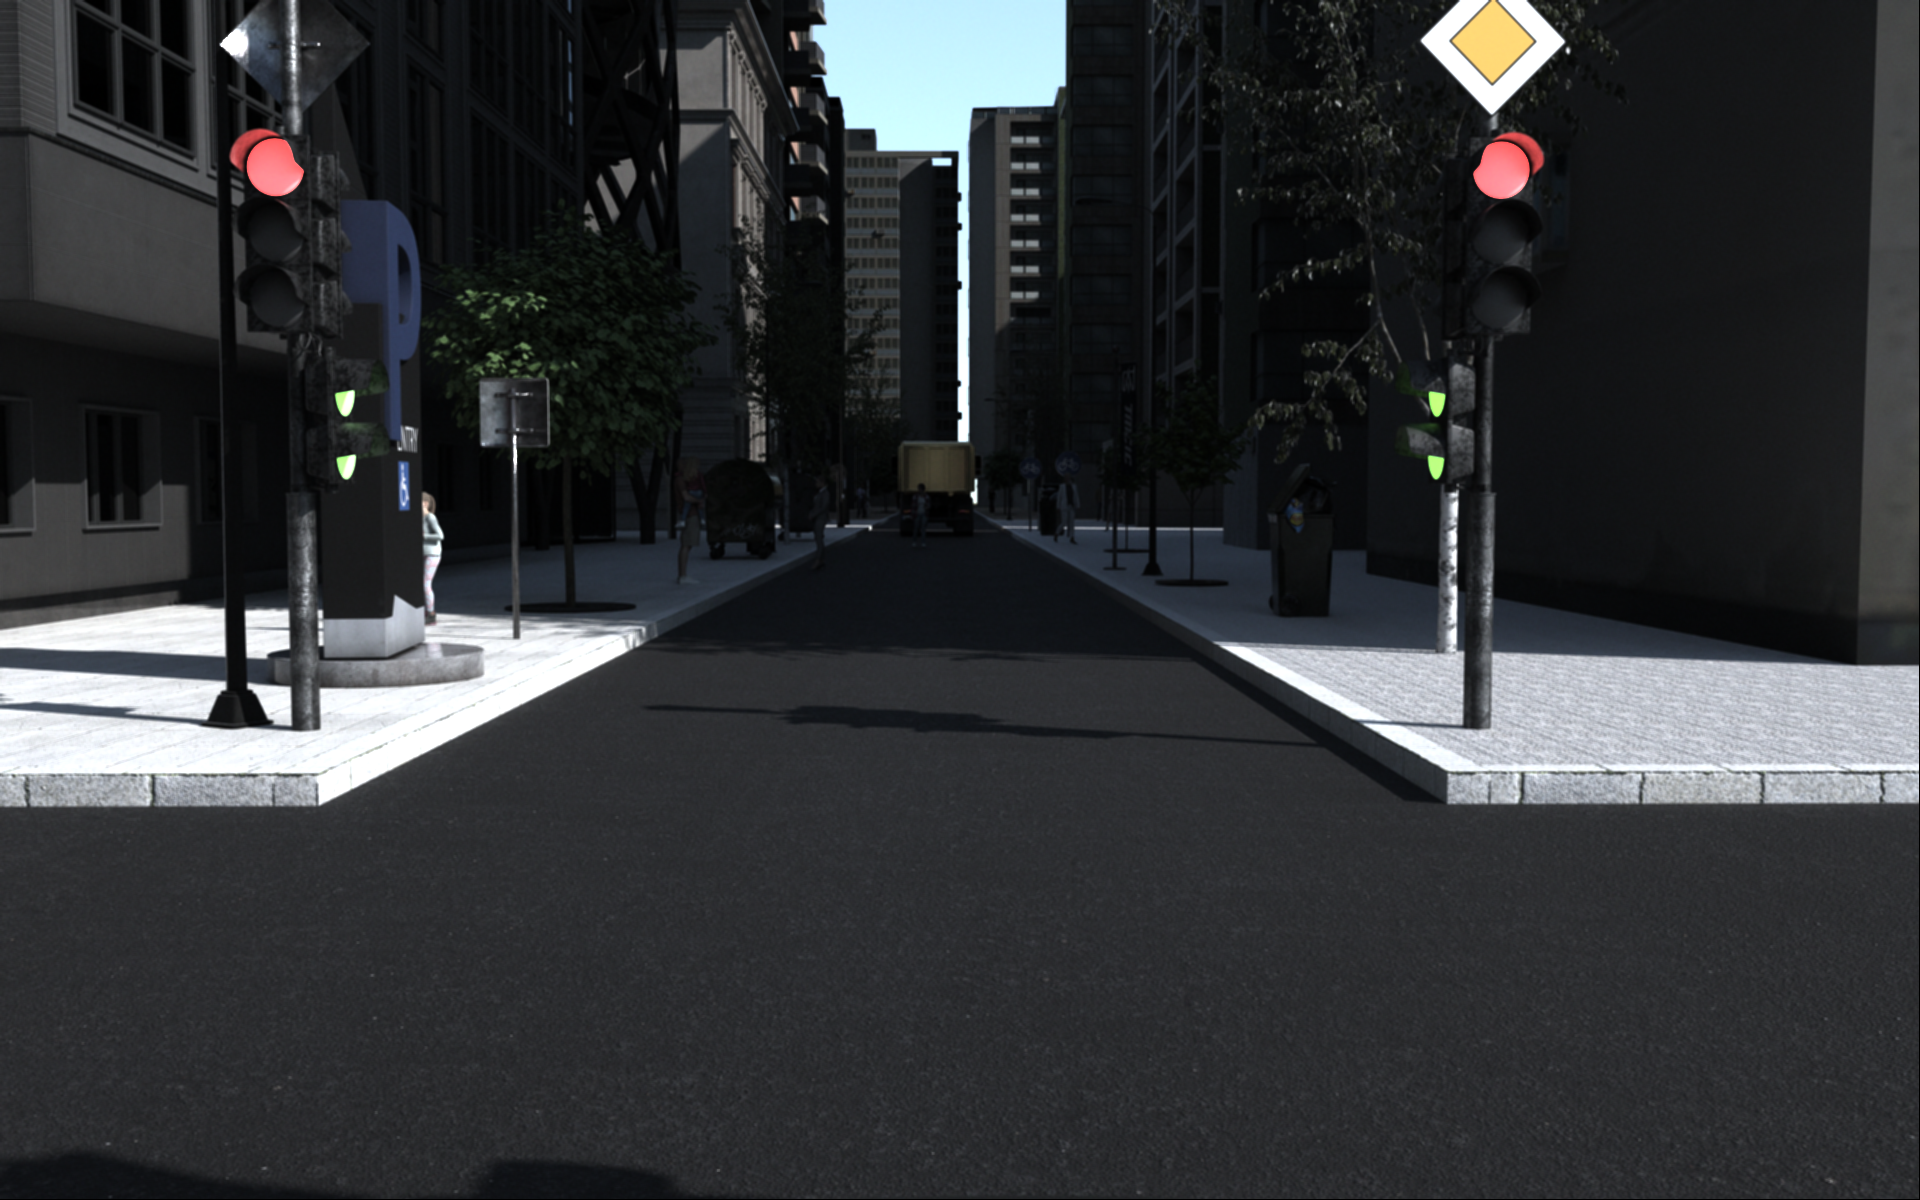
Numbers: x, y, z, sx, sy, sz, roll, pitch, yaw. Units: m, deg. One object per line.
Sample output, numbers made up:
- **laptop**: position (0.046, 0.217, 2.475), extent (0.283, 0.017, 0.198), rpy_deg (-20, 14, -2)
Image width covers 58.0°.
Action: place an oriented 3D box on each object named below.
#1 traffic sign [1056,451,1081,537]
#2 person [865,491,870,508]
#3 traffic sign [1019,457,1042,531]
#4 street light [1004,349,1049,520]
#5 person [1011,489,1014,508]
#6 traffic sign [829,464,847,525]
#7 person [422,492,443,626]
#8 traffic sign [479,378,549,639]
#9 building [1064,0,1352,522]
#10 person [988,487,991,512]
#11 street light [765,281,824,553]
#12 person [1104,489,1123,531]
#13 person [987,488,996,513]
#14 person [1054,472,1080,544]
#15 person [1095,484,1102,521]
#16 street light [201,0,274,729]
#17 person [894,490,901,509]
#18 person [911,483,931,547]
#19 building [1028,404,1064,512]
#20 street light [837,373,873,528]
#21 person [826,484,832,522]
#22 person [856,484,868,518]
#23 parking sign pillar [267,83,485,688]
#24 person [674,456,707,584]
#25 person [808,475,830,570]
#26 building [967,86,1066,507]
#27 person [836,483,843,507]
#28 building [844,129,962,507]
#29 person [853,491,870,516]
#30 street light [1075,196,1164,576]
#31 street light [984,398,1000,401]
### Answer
- **traffic sign**: position (3.224, -3.141, 51.461), extent (0.768, 2.556, 0.104), rpy_deg (1, 4, 9)
- **person**: position (-8.824, -9.446, 163.604), extent (0.621, 1.740, 0.551), rpy_deg (-1, 4, -10)
- **traffic sign**: position (2.424, -3.642, 59.654), extent (0.768, 2.556, 0.104), rpy_deg (0, 4, 3)
- **street light**: position (2.269, -5.085, 55.678), extent (1.470, 5.913, 1.316), rpy_deg (0, 4, -1)
- **person**: position (4.859, -9.443, 161.152), extent (0.721, 1.735, 1.217), rpy_deg (-1, 4, -10)
- **traffic sign**: position (-5.115, -4.425, 72.453), extent (0.768, 2.556, 0.104), rpy_deg (0, 4, 6)
- **person**: position (-5.246, -0.408, 16.987), extent (0.425, 1.301, 0.394), rpy_deg (2, 4, 25)
- **traffic sign**: position (-3.923, -0.803, 15.265), extent (0.606, 2.300, 0.079), rpy_deg (0, 4, 2)
- **building**: position (12.680, -19.821, 95.769), extent (14.160, 30.474, 14.107), rpy_deg (0, 4, -1)
- **person**: position (2.302, -7.288, 125.721), extent (0.721, 1.766, 1.217), rpy_deg (0, 4, -4)
- **street light**: position (-3.676, -3.999, 37.931), extent (1.470, 5.913, 1.316), rpy_deg (0, 4, -1)
- **person**: position (5.249, -3.237, 59.303), extent (0.599, 1.781, 0.374), rpy_deg (2, 4, 35)
- **person**: position (2.162, -6.835, 118.611), extent (0.721, 1.723, 1.217), rpy_deg (-2, 4, -26)
- **person**: position (2.744, -2.369, 44.649), extent (0.514, 1.842, 0.818), rpy_deg (-3, 4, -36)
- **person**: position (6.816, -4.700, 82.803), extent (0.656, 1.842, 0.836), rpy_deg (-2, 4, -24)
- **street light**: position (-3.471, -2.257, 9.440), extent (1.470, 5.913, 1.316), rpy_deg (0, 4, -1)
- **person**: position (-5.203, -8.518, 144.944), extent (0.705, 1.869, 1.348), rpy_deg (1, 4, 15)
- **person**: position (-1.063, -2.302, 46.976), extent (0.563, 1.720, 0.643), rpy_deg (0, 4, -5)
- **building**: position (16.565, -49.171, 116.611), extent (22.319, 86.520, 31.000), rpy_deg (0, 4, -1)
- **street light**: position (-4.042, -5.741, 66.414), extent (1.470, 5.913, 1.316), rpy_deg (0, 4, -1)
- **person**: position (-6.088, -4.428, 78.621), extent (0.526, 1.800, 0.537), rpy_deg (-1, 4, -22)
- **person**: position (-5.140, -5.240, 91.588), extent (0.709, 1.838, 0.599), rpy_deg (-3, 5, -42)
- **parking sign pillar**: position (-4.085, -1.441, 12.034), extent (1.447, 3.967, 1.447), rpy_deg (0, 4, -6)
- **person**: position (-3.871, -1.144, 24.729), extent (0.580, 1.828, 0.573), rpy_deg (2, 4, 32)
- **person**: position (-2.733, -1.468, 32.783), extent (0.573, 1.790, 0.520), rpy_deg (-3, 4, -37)
- **building**: position (7.883, -30.202, 177.393), extent (14.086, 41.232, 14.154), rpy_deg (0, 4, -1)
- **person**: position (-5.580, -4.639, 82.135), extent (0.600, 1.795, 0.529), rpy_deg (-2, 4, -28)
- **building**: position (-11.793, -30.266, 186.726), extent (23.993, 40.220, 32.217), rpy_deg (0, 4, -1)
- **person**: position (-5.782, -5.821, 101.773), extent (0.990, 1.755, 0.434), rpy_deg (0, 4, -2)
- **street light**: position (2.501, -3.343, 27.201), extent (1.470, 5.913, 1.316), rpy_deg (0, 4, -1)
- **street light**: position (1.870, -6.826, 84.153), extent (1.470, 5.913, 1.316), rpy_deg (0, 4, -1)
